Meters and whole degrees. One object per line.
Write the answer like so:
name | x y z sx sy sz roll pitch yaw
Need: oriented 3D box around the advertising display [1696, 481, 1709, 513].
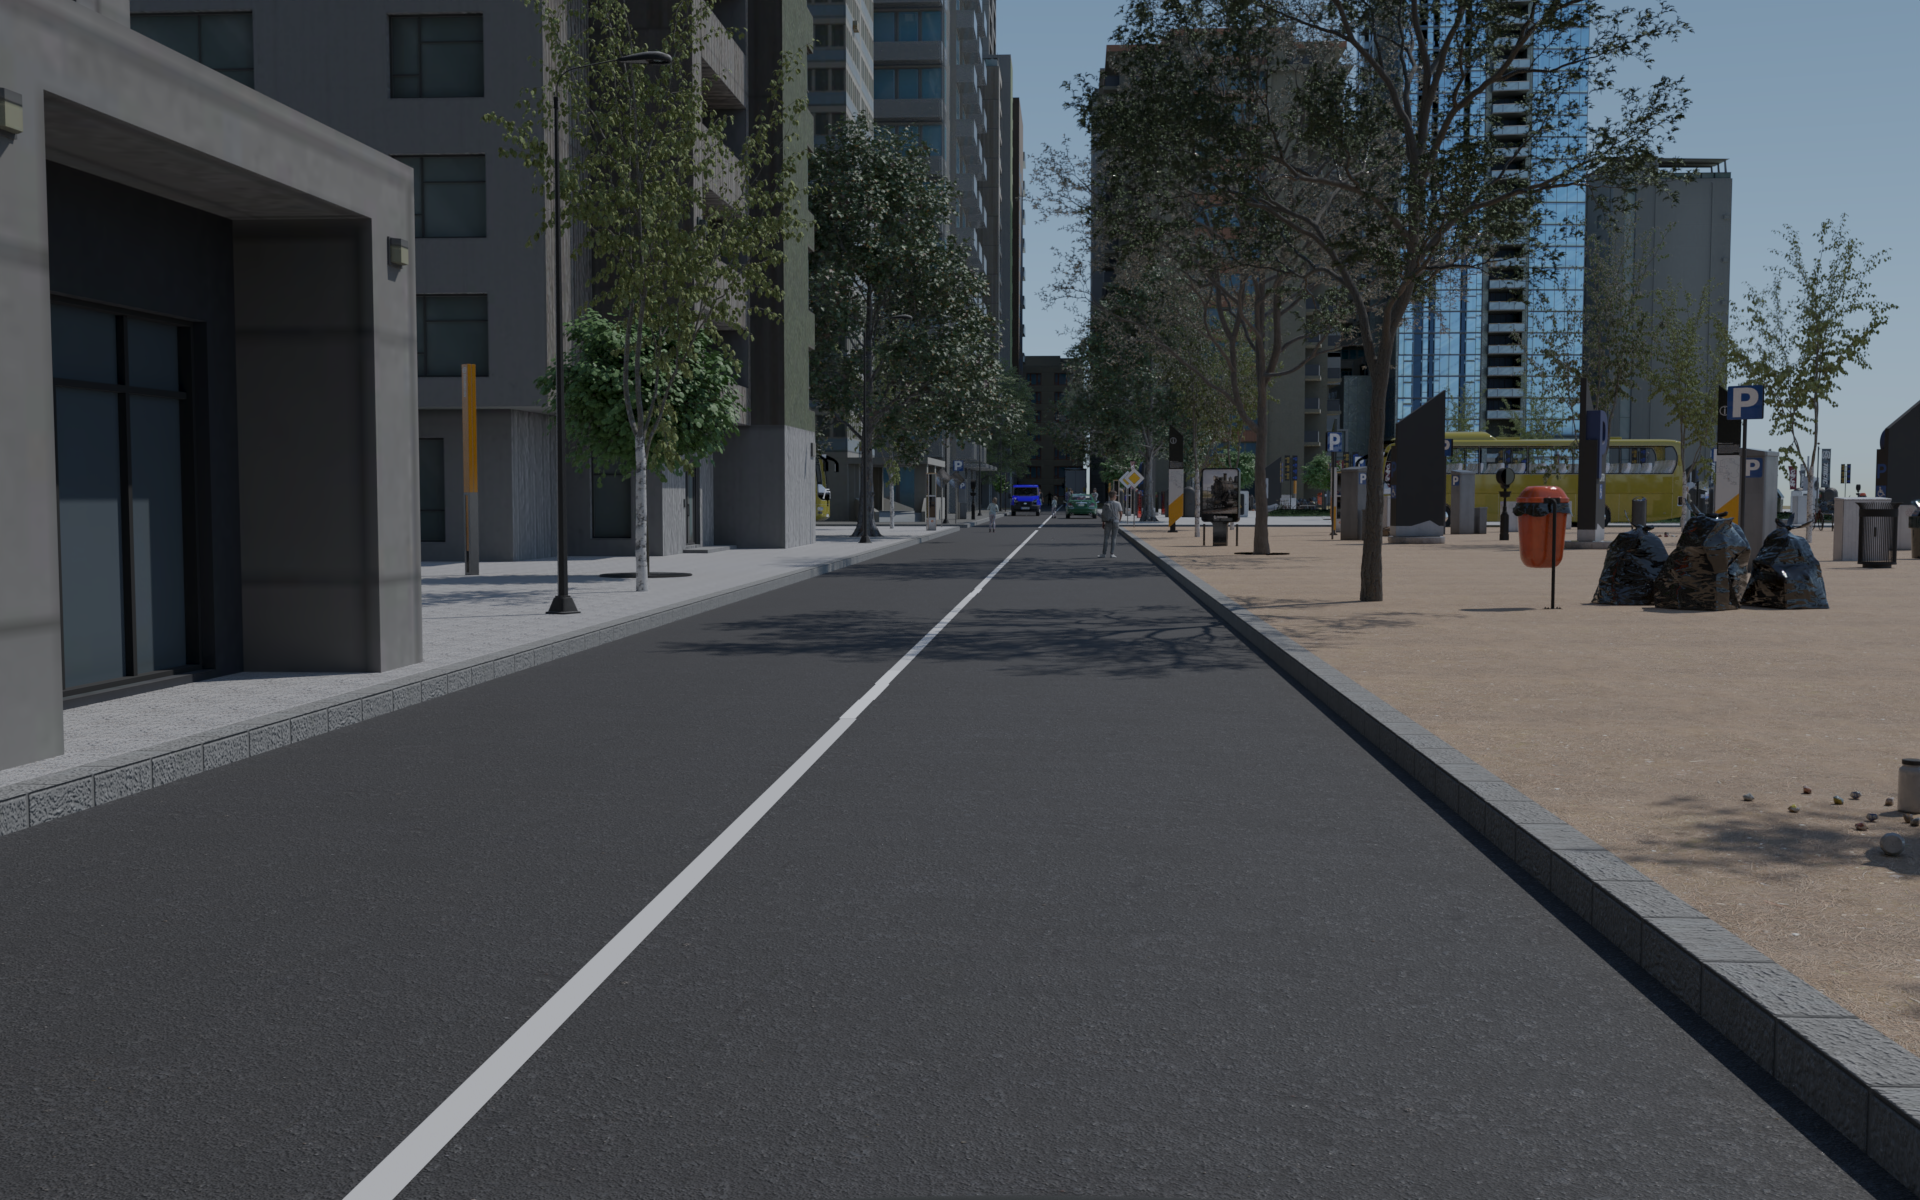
advertising display | 35.816 -4.790 83.524 0.974 1.923 0.123 -3 4 -37

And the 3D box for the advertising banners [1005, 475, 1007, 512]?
advertising banners | 3.330 -7.965 126.409 0.090 3.025 2.074 0 3 0

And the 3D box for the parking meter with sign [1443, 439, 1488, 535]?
parking meter with sign | 16.035 -3.600 55.122 1.738 3.016 0.543 -2 4 -30

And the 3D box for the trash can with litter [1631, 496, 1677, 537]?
trash can with litter | 20.659 -2.487 51.717 2.233 1.210 1.678 -1 4 -22

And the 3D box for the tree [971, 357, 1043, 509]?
tree | 3.469 -13.810 143.917 7.486 12.596 7.792 0 3 0

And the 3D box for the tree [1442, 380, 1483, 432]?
tree | 32.359 -9.925 112.633 4.737 8.622 4.395 0 3 0

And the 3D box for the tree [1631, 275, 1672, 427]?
tree | 24.798 -6.616 58.531 4.737 8.622 4.395 0 3 0

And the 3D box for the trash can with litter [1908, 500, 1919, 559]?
trash can with litter | 19.212 -1.384 34.012 0.624 1.170 1.055 -2 4 -27

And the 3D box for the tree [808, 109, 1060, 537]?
tree | -2.710 -8.251 51.919 9.611 12.733 9.660 0 3 0

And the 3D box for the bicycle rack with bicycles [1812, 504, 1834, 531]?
bicycle rack with bicycles | 30.929 -2.853 60.036 2.852 0.926 2.925 1 4 17

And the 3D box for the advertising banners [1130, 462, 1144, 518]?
advertising banners | 9.526 -5.851 91.844 0.090 3.025 2.074 3 4 36

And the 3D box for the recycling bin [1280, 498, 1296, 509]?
recycling bin | 20.608 -5.888 108.821 0.722 1.027 0.722 -3 5 -44

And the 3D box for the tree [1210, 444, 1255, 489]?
tree | 17.830 -7.871 112.406 4.285 4.588 4.351 0 3 0

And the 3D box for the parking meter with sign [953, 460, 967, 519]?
parking meter with sign | 0.041 -5.662 88.827 0.543 3.016 1.738 -1 4 -10

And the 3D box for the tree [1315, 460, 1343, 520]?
tree | 18.666 -5.588 85.959 1.663 3.219 1.824 0 3 0

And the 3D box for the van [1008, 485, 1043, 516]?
van | 4.351 -6.735 114.506 2.240 2.365 5.245 0 4 3

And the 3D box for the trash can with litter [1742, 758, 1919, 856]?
trash can with litter | 3.758 0.300 6.156 1.678 1.210 2.233 1 4 22

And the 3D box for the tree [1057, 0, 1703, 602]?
tree | 4.717 -5.247 20.196 8.767 10.594 7.601 2 4 35

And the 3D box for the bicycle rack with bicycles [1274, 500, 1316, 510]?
bicycle rack with bicycles | 19.828 -5.516 103.575 2.852 0.926 2.925 3 5 45

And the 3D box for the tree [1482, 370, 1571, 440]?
tree | 33.444 -9.176 100.389 4.737 8.622 4.395 0 3 0

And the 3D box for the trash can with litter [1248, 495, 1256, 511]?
trash can with litter | 22.029 -7.329 130.880 1.678 1.210 2.233 0 4 -7

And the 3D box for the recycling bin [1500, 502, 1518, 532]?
recycling bin | 18.718 -2.816 58.595 0.722 1.027 0.722 0 4 2

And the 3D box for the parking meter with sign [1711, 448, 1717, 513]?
parking meter with sign | 28.367 -4.186 64.706 0.543 3.016 1.738 1 4 21

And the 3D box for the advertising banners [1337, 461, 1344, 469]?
advertising banners | 20.377 -5.713 89.588 2.074 3.025 0.090 1 4 8

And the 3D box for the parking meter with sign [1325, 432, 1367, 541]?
parking meter with sign | 10.963 -3.176 48.185 0.543 3.016 1.738 -2 4 -31

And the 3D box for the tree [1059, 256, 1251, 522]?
tree | 8.791 -10.003 80.550 9.611 12.733 9.660 0 3 0

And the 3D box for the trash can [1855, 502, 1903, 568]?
trash can | 15.971 -1.130 30.134 0.748 1.137 0.748 0 3 0

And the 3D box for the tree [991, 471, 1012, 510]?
tree | 3.354 -8.807 138.598 1.663 3.219 1.824 0 3 0

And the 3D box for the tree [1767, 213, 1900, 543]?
tree | 22.117 -5.812 45.387 4.737 8.622 4.395 0 3 0

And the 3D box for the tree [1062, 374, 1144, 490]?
tree | 12.111 -13.028 138.767 9.928 11.665 9.643 0 3 0

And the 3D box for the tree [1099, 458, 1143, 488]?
tree | 10.982 -7.991 114.373 4.285 4.588 4.351 0 3 0

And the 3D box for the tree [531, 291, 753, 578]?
tree | -4.947 -2.650 27.042 4.285 4.588 4.351 0 3 0

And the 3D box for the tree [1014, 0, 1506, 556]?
tree | 6.233 -7.696 36.193 12.009 13.543 11.850 0 3 0

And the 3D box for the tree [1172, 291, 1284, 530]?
tree | 9.703 -6.824 61.938 4.737 8.622 4.395 0 3 0

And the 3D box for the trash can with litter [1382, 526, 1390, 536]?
trash can with litter | 13.169 -2.513 52.478 0.624 1.170 1.055 -3 5 -45

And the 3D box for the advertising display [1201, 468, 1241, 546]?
advertising display | 6.439 -2.298 42.792 0.974 1.923 0.123 2 4 27

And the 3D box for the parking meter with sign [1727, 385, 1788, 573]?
parking meter with sign | 13.151 -1.969 28.454 0.543 3.016 1.738 3 5 42

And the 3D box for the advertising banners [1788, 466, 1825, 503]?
advertising banners | 51.932 -6.737 106.341 2.074 3.025 0.090 2 4 34

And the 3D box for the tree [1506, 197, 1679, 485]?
tree | 16.144 -5.716 43.822 4.360 8.622 3.978 0 3 0

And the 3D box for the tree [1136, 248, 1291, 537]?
tree | 7.278 -6.172 51.270 4.360 8.622 3.978 0 3 0

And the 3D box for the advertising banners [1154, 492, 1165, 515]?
advertising banners | 12.559 -6.769 106.868 0.090 3.025 2.074 -2 4 -30

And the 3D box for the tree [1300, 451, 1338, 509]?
tree | 26.799 -8.783 127.315 4.285 4.588 4.351 0 3 0

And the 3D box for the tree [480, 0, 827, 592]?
tree | -3.965 -4.421 22.652 4.737 8.622 4.395 0 3 0

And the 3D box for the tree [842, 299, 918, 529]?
tree | -2.735 -6.947 63.940 4.737 8.622 4.395 0 3 0
